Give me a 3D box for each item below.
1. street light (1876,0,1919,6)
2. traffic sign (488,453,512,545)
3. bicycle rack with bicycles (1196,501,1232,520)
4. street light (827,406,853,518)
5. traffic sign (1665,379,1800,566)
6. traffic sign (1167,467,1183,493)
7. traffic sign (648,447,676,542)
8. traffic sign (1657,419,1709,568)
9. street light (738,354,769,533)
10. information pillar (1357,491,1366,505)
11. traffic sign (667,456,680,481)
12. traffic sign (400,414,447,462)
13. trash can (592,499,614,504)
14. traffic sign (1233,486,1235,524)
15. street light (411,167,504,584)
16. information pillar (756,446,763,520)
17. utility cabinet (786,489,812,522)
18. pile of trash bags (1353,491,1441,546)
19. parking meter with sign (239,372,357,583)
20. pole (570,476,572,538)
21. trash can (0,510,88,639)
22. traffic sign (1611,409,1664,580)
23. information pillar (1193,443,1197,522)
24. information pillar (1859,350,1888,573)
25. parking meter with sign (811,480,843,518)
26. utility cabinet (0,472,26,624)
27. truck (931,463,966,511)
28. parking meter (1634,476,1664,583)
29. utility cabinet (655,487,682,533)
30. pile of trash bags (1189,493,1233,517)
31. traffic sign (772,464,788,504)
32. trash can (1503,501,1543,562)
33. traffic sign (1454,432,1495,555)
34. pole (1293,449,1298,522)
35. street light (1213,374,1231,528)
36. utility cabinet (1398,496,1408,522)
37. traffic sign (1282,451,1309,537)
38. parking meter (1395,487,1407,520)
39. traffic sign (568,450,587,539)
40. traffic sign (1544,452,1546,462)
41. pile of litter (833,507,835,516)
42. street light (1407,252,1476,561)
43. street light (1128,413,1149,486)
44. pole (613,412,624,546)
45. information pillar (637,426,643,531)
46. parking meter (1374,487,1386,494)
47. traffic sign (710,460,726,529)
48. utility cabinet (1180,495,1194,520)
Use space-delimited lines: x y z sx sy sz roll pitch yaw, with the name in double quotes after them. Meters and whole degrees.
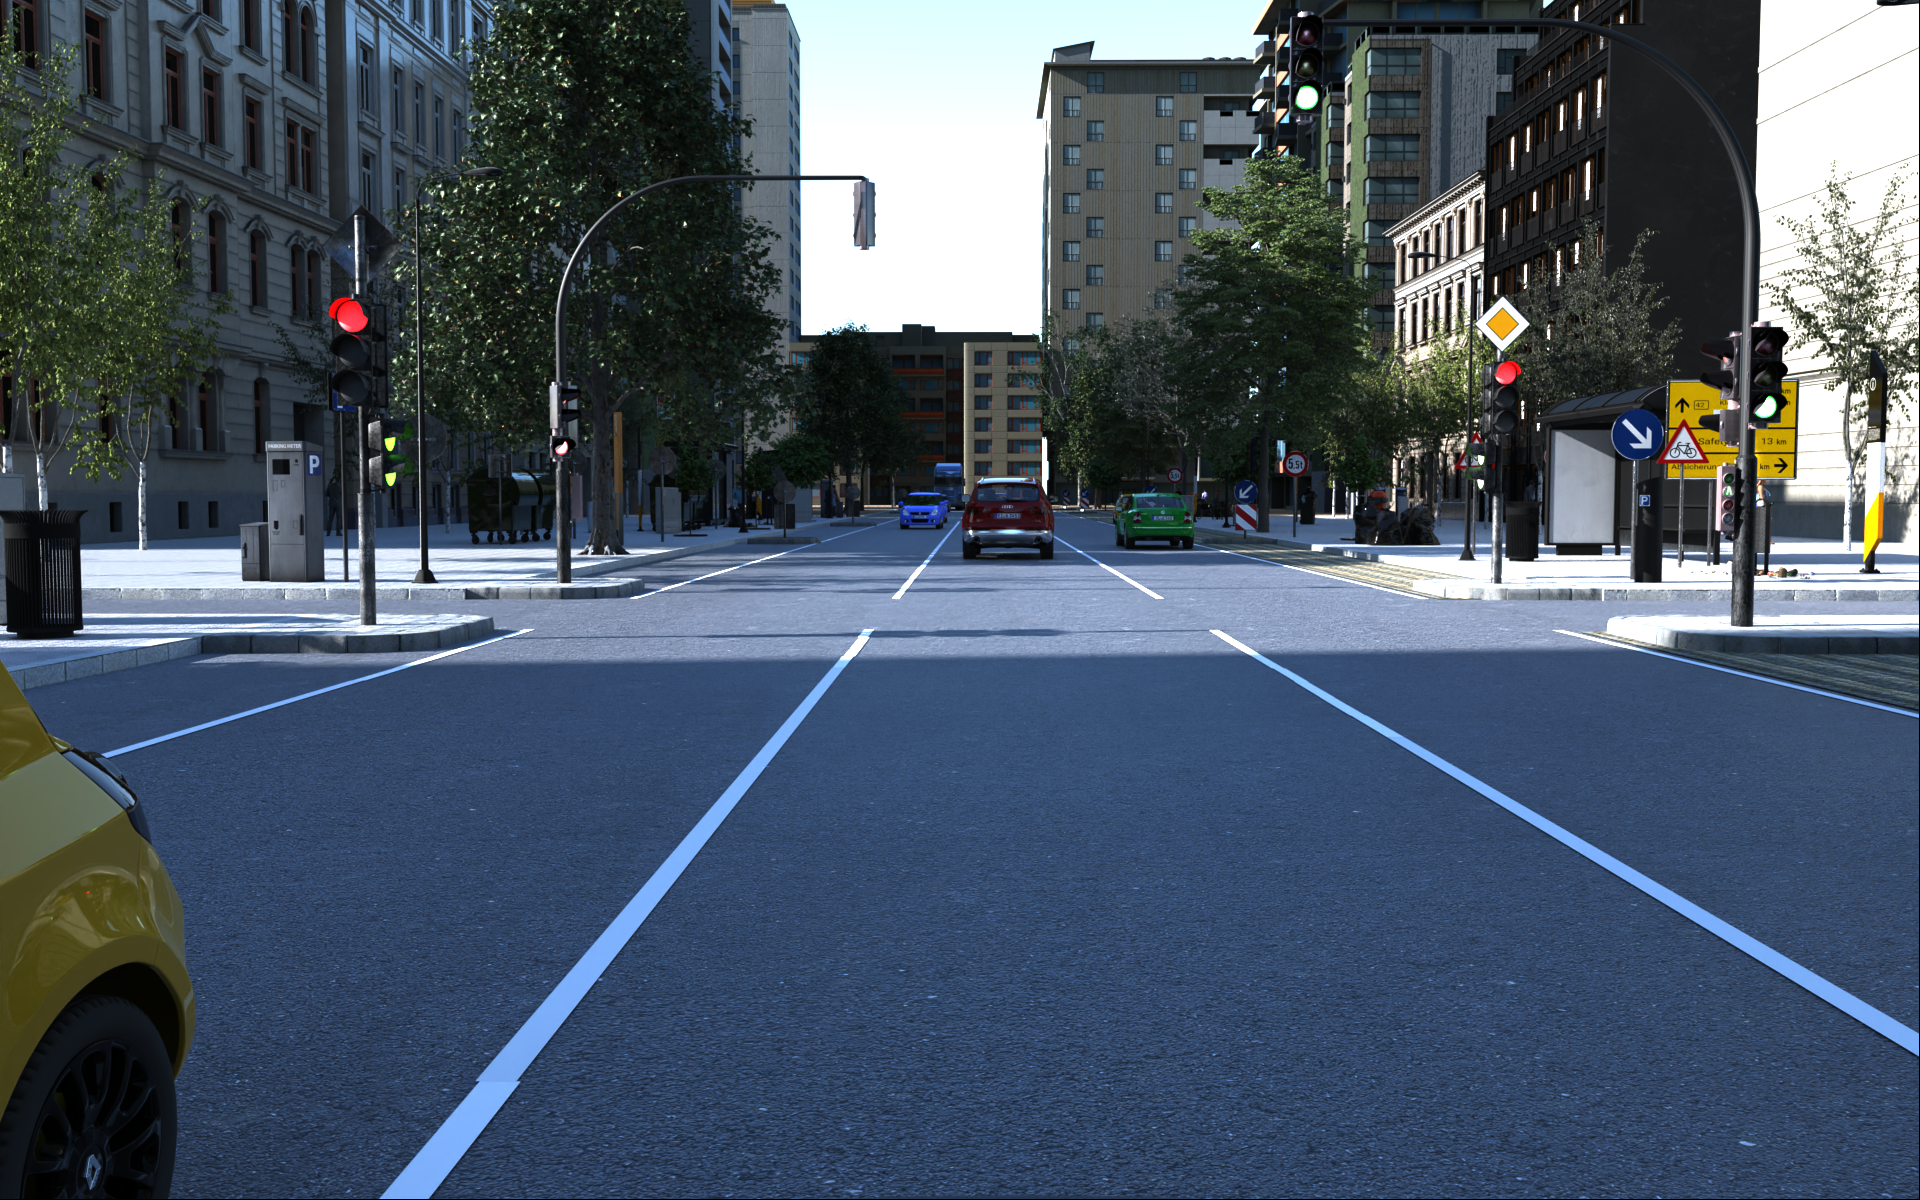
9.154 -2.666 16.136 1.470 5.913 1.316 0 4 1 "street light"
-11.548 -2.530 43.500 0.606 2.300 0.079 0 4 5 "traffic sign"
12.543 -4.531 87.467 2.852 0.926 2.925 2 4 25 "bicycle rack with bicycles"
-6.305 -7.243 90.964 1.470 5.913 1.316 0 4 1 "street light"
13.673 -2.256 30.754 2.265 3.308 0.079 0 4 5 "traffic sign"
10.254 -5.053 82.726 0.768 2.556 0.104 0 4 1 "traffic sign"
-7.984 -2.833 46.418 0.768 2.556 0.104 1 4 8 "traffic sign"
12.554 -1.843 30.137 0.884 2.594 0.081 0 4 4 "traffic sign"
-6.662 -5.193 57.452 1.470 5.913 1.316 0 4 1 "street light"
15.305 -3.760 65.972 0.304 2.012 0.304 1 4 19 "information pillar"
-9.603 -3.579 58.630 0.768 2.556 0.104 0 4 2 "traffic sign"
-8.530 -1.677 27.530 0.768 2.556 0.104 0 4 4 "traffic sign"
-10.533 -2.425 51.300 0.748 1.137 0.748 0 3 0 "trash can"
11.584 -4.470 73.189 0.768 2.556 0.104 0 4 5 "traffic sign"
-7.176 -3.195 24.779 1.470 5.913 1.316 0 4 1 "street light"
-9.847 -5.716 84.810 0.183 3.616 0.504 1 4 18 "information pillar"
-7.245 -4.222 77.702 1.173 1.500 0.318 0 4 -1 "utility cabinet"
11.063 -2.131 44.586 1.912 1.369 3.447 0 4 0 "pile of trash bags"
-9.711 -1.776 25.306 1.738 3.016 0.543 1 4 16 "parking meter with sign"
-11.452 -3.464 50.481 0.158 3.312 0.155 0 3 0 "pole"
-8.213 -0.237 15.522 0.748 1.137 0.748 0 3 0 "trash can"
10.103 -1.579 25.923 0.768 2.556 0.104 0 4 2 "traffic sign"
10.699 -5.344 78.733 0.183 3.616 0.504 0 4 -1 "information pillar"
14.802 -2.241 28.002 0.183 3.616 0.504 0 4 5 "information pillar"
-7.231 -5.984 94.096 1.738 3.016 0.543 0 4 -6 "parking meter with sign"
-9.686 -0.526 17.275 1.173 1.500 0.318 3 5 40 "utility cabinet"
-0.858 -10.232 157.047 2.967 4.110 18.799 0 4 1 "truck"
10.007 -1.024 25.148 0.372 1.533 0.369 0 3 0 "parking meter"
-9.471 -2.914 56.330 0.318 1.500 1.173 1 4 20 "utility cabinet"
13.963 -5.385 97.795 1.912 1.369 3.447 -2 4 -27 "pile of trash bags"
-7.765 -4.521 73.924 0.884 2.594 0.081 0 4 6 "traffic sign"
10.734 -1.310 33.066 0.748 1.137 0.748 0 3 0 "trash can"
10.846 -2.232 36.496 0.884 2.594 0.081 0 4 2 "traffic sign"
15.345 -5.217 79.142 0.158 3.312 0.155 0 3 0 "pole"
9.640 -5.717 66.008 1.470 5.913 1.316 0 4 1 "street light"
13.714 -2.597 53.621 0.306 1.237 1.020 1 4 13 "utility cabinet"
9.926 -3.132 51.322 0.768 2.556 0.104 0 4 5 "traffic sign"
14.975 -3.082 58.797 0.372 1.533 0.369 0 3 0 "parking meter"
-11.056 -3.027 49.601 0.768 2.556 0.104 0 4 2 "traffic sign"
14.260 -2.510 41.143 0.768 2.556 0.104 1 4 10 "traffic sign"
-7.498 -5.255 99.885 1.719 0.858 1.176 0 4 -4 "pile of litter"
9.268 -3.718 33.333 1.470 5.913 1.316 0 4 1 "street light"
10.176 -7.715 98.682 1.470 5.913 1.316 0 4 1 "street light"
-8.501 -3.013 43.103 0.158 3.312 0.155 0 3 0 "pole"
-11.043 -4.184 59.768 0.183 3.616 0.504 0 4 -6 "information pillar"
14.247 -3.082 58.796 0.372 1.533 0.369 0 3 0 "parking meter"
-8.997 -3.899 63.849 0.768 2.556 0.104 0 4 1 "traffic sign"
10.942 -4.485 84.491 0.306 1.237 1.020 -3 5 -44 "utility cabinet"
